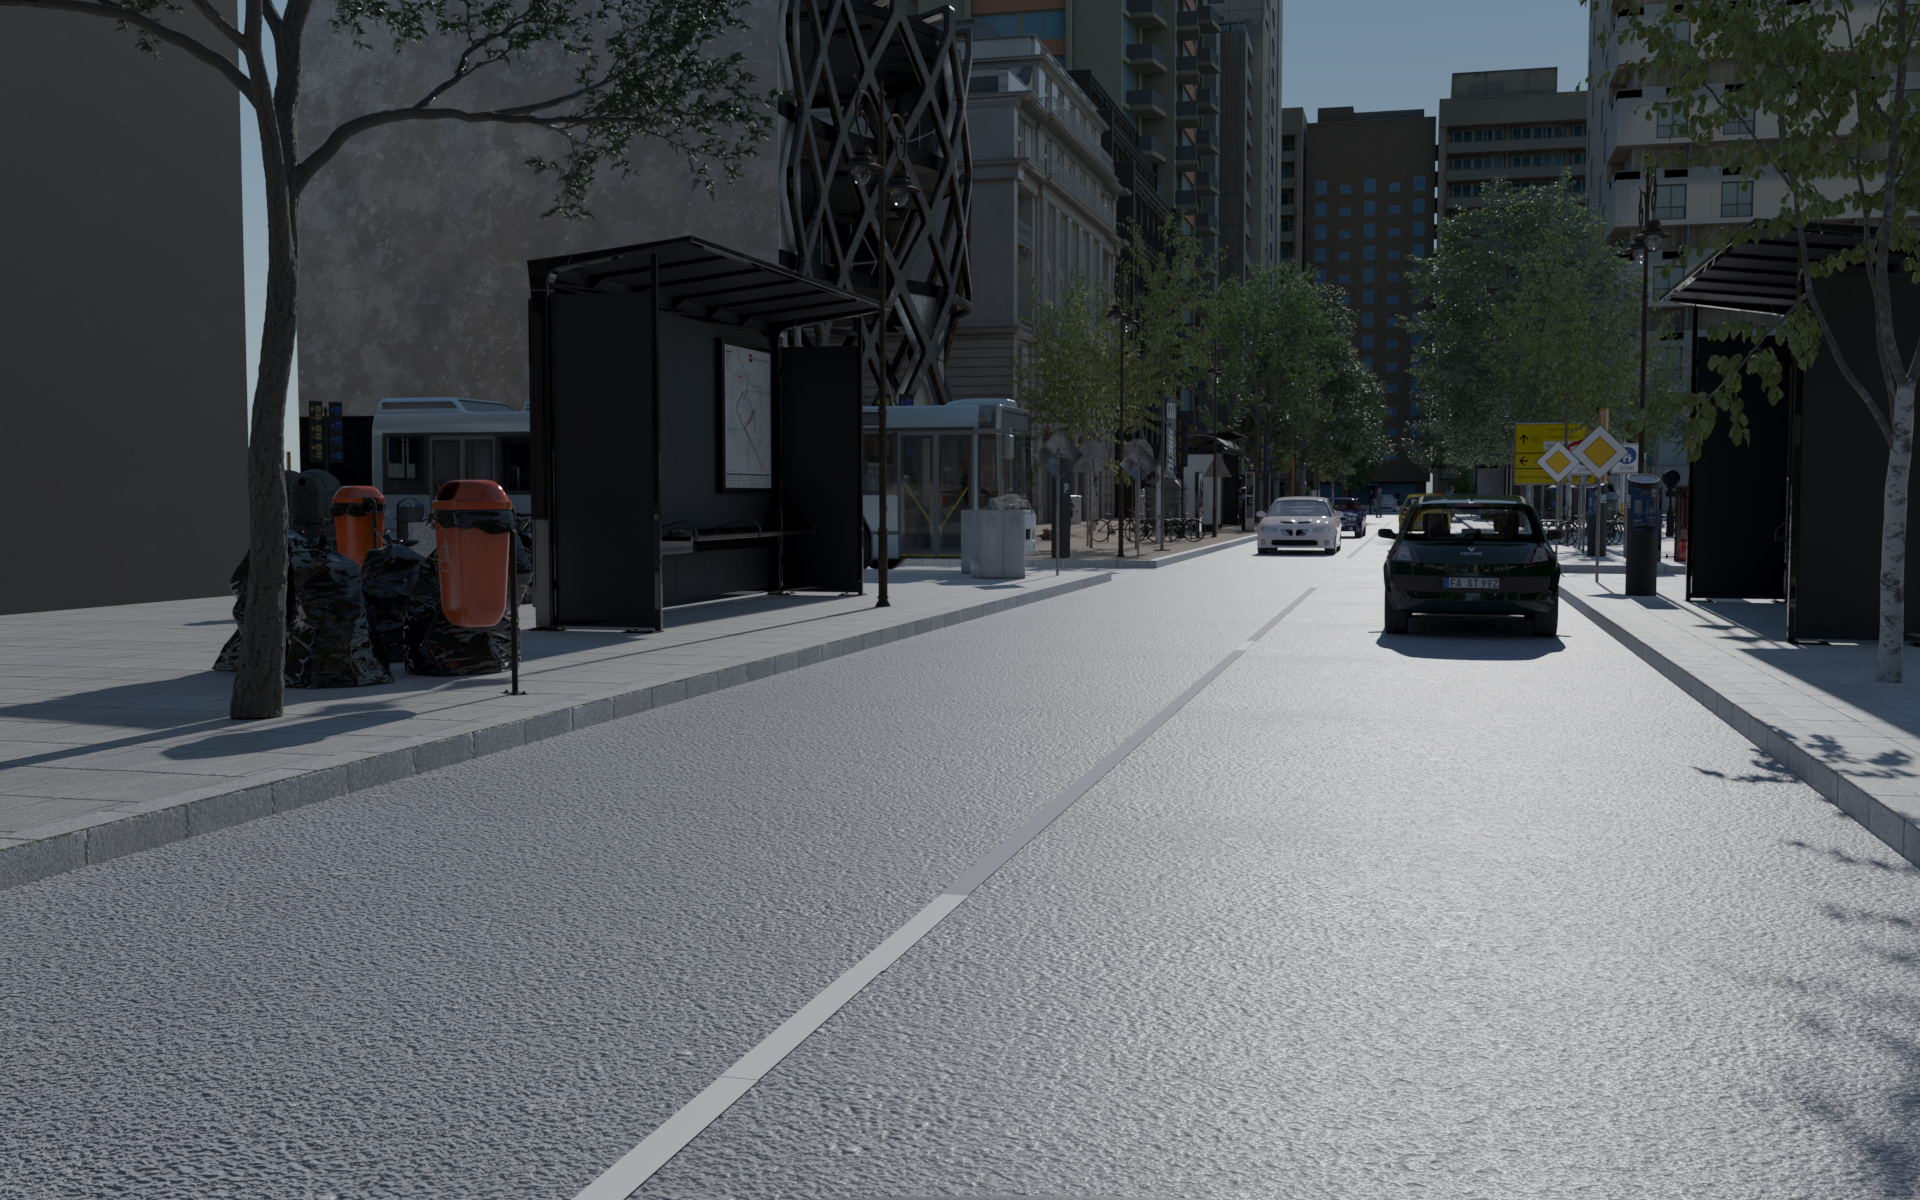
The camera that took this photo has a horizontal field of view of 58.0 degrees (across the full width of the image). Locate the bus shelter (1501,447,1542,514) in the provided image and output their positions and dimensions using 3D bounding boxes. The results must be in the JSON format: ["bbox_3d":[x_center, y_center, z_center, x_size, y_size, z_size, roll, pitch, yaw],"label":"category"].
[{"bbox_3d":[25.506,-6.125,77.770,2.179,5.291,8.768,1,4,15],"label":"bus shelter"}]

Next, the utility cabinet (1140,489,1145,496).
[{"bbox_3d":[8.418,-4.221,77.691,0.318,1.500,1.173,3,5,44],"label":"utility cabinet"}]

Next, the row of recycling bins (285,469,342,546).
[{"bbox_3d":[-11.903,-1.392,29.880,3.534,1.692,1.069,2,4,34],"label":"row of recycling bins"}]

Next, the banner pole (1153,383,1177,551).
[{"bbox_3d":[4.707,-3.013,39.286,0.401,3.779,0.863,3,4,36],"label":"banner pole"}]

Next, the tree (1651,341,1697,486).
[{"bbox_3d":[34.497,-7.977,80.788,4.360,8.622,3.978,0,3,0],"label":"tree"}]

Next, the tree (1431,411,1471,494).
[{"bbox_3d":[41.657,-13.250,142.396,9.928,11.665,9.643,0,3,0],"label":"tree"}]

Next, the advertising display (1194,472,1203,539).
[{"bbox_3d":[6.931,-2.755,50.263,0.123,1.923,0.974,1,4,15],"label":"advertising display"}]

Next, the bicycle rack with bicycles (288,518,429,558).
[{"bbox_3d":[-8.984,-0.748,25.615,2.852,0.926,2.925,1,4,11],"label":"bicycle rack with bicycles"}]

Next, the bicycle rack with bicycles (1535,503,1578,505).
[{"bbox_3d":[21.711,-2.940,61.451,2.852,0.926,2.925,-3,5,-44],"label":"bicycle rack with bicycles"}]

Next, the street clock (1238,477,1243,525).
[{"bbox_3d":[11.355,-4.064,71.022,0.471,2.002,0.358,2,4,35],"label":"street clock"}]

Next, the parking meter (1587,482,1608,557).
[{"bbox_3d":[13.076,-1.660,35.545,0.372,1.533,0.369,0,3,0],"label":"parking meter"}]

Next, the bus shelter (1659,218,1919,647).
[{"bbox_3d":[8.383,-1.608,17.575,1.731,3.624,6.357,1,4,15],"label":"bus shelter"}]

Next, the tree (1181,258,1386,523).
[{"bbox_3d":[13.313,-9.246,76.922,9.928,11.665,9.643,0,3,0],"label":"tree"}]

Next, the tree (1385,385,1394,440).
[{"bbox_3d":[28.230,-12.413,128.700,9.928,11.665,9.643,0,3,0],"label":"tree"}]

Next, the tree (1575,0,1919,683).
[{"bbox_3d":[6.389,-3.759,11.823,4.737,8.622,4.395,0,3,0],"label":"tree"}]

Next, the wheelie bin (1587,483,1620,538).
[{"bbox_3d":[18.951,-2.640,51.065,0.980,1.594,0.693,3,5,44],"label":"wheelie bin"}]

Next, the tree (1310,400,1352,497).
[{"bbox_3d":[25.611,-10.329,119.236,4.360,8.622,3.978,0,3,0],"label":"tree"}]

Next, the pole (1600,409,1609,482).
[{"bbox_3d":[15.396,-2.914,41.488,0.158,3.312,0.155,0,3,0],"label":"pole"}]

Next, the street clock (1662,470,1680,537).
[{"bbox_3d":[21.282,-2.893,51.873,0.471,2.002,0.358,0,4,3],"label":"street clock"}]

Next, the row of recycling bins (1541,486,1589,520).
[{"bbox_3d":[30.018,-4.844,86.319,3.534,1.692,1.069,1,4,14],"label":"row of recycling bins"}]

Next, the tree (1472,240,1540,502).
[{"bbox_3d":[16.282,-5.815,45.437,4.737,8.622,4.395,0,3,0],"label":"tree"}]

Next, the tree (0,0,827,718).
[{"bbox_3d":[-3.700,-4.603,9.676,7.601,10.594,8.767,-1,4,-10],"label":"tree"}]

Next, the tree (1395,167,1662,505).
[{"bbox_3d":[22.008,-9.825,67.293,9.857,13.997,8.962,0,3,0],"label":"tree"}]

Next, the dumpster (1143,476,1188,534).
[{"bbox_3d":[6.648,-3.080,56.122,1.264,1.857,1.865,1,4,15],"label":"dumpster"}]

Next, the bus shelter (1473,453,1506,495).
[{"bbox_3d":[26.878,-5.707,87.241,2.014,3.302,5.546,1,4,15],"label":"bus shelter"}]

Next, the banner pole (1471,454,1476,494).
[{"bbox_3d":[28.630,-6.519,96.603,0.401,3.779,0.863,0,4,1],"label":"banner pole"}]

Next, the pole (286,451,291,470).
[{"bbox_3d":[-32.082,-5.443,82.830,0.158,3.312,0.155,0,3,0],"label":"pole"}]

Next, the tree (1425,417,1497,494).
[{"bbox_3d":[44.431,-13.338,152.495,7.601,10.594,8.767,3,4,37],"label":"tree"}]

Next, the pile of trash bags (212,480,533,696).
[{"bbox_3d":[-3.886,-0.141,12.064,1.912,1.369,3.447,-3,4,-37],"label":"pile of trash bags"}]

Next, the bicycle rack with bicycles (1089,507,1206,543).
[{"bbox_3d":[5.211,-2.027,46.522,2.925,0.926,2.852,2,4,26],"label":"bicycle rack with bicycles"}]

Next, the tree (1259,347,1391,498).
[{"bbox_3d":[21.911,-11.602,107.813,7.486,12.596,7.792,0,3,0],"label":"tree"}]

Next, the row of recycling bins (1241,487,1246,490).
[{"bbox_3d":[16.038,-5.914,103.806,1.069,1.692,3.534,-3,5,-41],"label":"row of recycling bins"}]

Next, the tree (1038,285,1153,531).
[{"bbox_3d":[4.703,-6.733,60.447,4.360,8.622,3.978,0,3,0],"label":"tree"}]

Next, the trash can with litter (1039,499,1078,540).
[{"bbox_3d":[2.761,-2.293,48.879,1.055,1.170,0.624,-3,5,-42],"label":"trash can with litter"}]

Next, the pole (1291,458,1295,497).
[{"bbox_3d":[19.004,-6.422,98.839,0.158,3.312,0.155,0,3,0],"label":"pole"}]

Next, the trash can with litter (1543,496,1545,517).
[{"bbox_3d":[30.152,-4.790,89.704,0.624,1.170,1.055,1,4,21],"label":"trash can with litter"}]

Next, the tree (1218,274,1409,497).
[{"bbox_3d":[17.988,-10.599,90.300,9.611,12.733,9.660,0,3,0],"label":"tree"}]

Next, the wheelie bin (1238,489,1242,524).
[{"bbox_3d":[11.694,-4.014,73.538,0.693,1.594,0.980,3,5,40],"label":"wheelie bin"}]

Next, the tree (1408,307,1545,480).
[{"bbox_3d":[31.605,-11.492,104.901,9.611,12.733,9.660,0,3,0],"label":"tree"}]

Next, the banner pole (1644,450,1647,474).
[{"bbox_3d":[34.273,-5.940,87.136,0.863,3.779,0.401,-3,4,-36],"label":"banner pole"}]

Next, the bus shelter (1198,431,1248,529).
[{"bbox_3d":[10.041,-4.659,67.461,1.731,3.624,6.357,1,4,15],"label":"bus shelter"}]

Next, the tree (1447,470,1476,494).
[{"bbox_3d":[35.228,-7.722,120.852,1.663,3.219,1.824,0,3,0],"label":"tree"}]

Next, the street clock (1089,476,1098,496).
[{"bbox_3d":[5.381,-3.988,69.768,0.358,2.002,0.471,1,4,9],"label":"street clock"}]

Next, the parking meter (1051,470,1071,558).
[{"bbox_3d":[2.024,-1.772,34.685,0.255,1.863,0.399,2,4,33],"label":"parking meter"}]

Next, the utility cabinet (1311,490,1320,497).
[{"bbox_3d":[21.859,-6.031,107.285,0.318,1.500,1.173,3,5,41],"label":"utility cabinet"}]

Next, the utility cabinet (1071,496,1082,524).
[{"bbox_3d":[4.739,-3.796,73.227,0.306,1.237,1.020,3,4,38],"label":"utility cabinet"}]

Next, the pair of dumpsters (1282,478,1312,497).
[{"bbox_3d":[19.657,-6.034,101.153,1.574,2.255,4.437,1,4,15],"label":"pair of dumpsters"}]

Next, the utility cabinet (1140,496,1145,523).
[{"bbox_3d":[8.376,-3.979,76.210,1.020,1.237,0.306,-1,4,-21],"label":"utility cabinet"}]

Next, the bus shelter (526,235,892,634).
[{"bbox_3d":[-2.481,-1.694,18.983,1.731,3.624,6.357,1,4,15],"label":"bus shelter"}]

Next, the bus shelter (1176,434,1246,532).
[{"bbox_3d":[8.769,-4.105,61.042,2.014,3.302,5.546,1,4,15],"label":"bus shelter"}]

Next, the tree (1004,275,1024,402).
[{"bbox_3d":[3.227,-6.401,55.015,4.737,8.622,4.395,0,3,0],"label":"tree"}]

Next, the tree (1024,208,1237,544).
[{"bbox_3d":[4.880,-5.750,44.368,4.737,8.622,4.395,0,3,0],"label":"tree"}]

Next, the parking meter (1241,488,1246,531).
[{"bbox_3d":[9.962,-3.163,60.126,0.372,1.533,0.369,0,3,0],"label":"parking meter"}]

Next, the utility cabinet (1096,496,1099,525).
[{"bbox_3d":[5.620,-3.722,72.013,0.306,1.237,1.020,0,4,4],"label":"utility cabinet"}]

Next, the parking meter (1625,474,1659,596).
[{"bbox_3d":[8.620,-0.824,21.886,0.372,1.533,0.369,0,3,0],"label":"parking meter"}]

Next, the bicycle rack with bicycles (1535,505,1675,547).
[{"bbox_3d":[15.894,-1.835,43.389,2.925,0.926,2.852,0,4,-4],"label":"bicycle rack with bicycles"}]

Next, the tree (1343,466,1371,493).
[{"bbox_3d":[41.510,-12.158,182.498,4.285,4.588,4.351,0,3,0],"label":"tree"}]

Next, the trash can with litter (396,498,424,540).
[{"bbox_3d":[-8.902,-1.115,29.290,1.678,1.210,2.233,2,4,33],"label":"trash can with litter"}]
